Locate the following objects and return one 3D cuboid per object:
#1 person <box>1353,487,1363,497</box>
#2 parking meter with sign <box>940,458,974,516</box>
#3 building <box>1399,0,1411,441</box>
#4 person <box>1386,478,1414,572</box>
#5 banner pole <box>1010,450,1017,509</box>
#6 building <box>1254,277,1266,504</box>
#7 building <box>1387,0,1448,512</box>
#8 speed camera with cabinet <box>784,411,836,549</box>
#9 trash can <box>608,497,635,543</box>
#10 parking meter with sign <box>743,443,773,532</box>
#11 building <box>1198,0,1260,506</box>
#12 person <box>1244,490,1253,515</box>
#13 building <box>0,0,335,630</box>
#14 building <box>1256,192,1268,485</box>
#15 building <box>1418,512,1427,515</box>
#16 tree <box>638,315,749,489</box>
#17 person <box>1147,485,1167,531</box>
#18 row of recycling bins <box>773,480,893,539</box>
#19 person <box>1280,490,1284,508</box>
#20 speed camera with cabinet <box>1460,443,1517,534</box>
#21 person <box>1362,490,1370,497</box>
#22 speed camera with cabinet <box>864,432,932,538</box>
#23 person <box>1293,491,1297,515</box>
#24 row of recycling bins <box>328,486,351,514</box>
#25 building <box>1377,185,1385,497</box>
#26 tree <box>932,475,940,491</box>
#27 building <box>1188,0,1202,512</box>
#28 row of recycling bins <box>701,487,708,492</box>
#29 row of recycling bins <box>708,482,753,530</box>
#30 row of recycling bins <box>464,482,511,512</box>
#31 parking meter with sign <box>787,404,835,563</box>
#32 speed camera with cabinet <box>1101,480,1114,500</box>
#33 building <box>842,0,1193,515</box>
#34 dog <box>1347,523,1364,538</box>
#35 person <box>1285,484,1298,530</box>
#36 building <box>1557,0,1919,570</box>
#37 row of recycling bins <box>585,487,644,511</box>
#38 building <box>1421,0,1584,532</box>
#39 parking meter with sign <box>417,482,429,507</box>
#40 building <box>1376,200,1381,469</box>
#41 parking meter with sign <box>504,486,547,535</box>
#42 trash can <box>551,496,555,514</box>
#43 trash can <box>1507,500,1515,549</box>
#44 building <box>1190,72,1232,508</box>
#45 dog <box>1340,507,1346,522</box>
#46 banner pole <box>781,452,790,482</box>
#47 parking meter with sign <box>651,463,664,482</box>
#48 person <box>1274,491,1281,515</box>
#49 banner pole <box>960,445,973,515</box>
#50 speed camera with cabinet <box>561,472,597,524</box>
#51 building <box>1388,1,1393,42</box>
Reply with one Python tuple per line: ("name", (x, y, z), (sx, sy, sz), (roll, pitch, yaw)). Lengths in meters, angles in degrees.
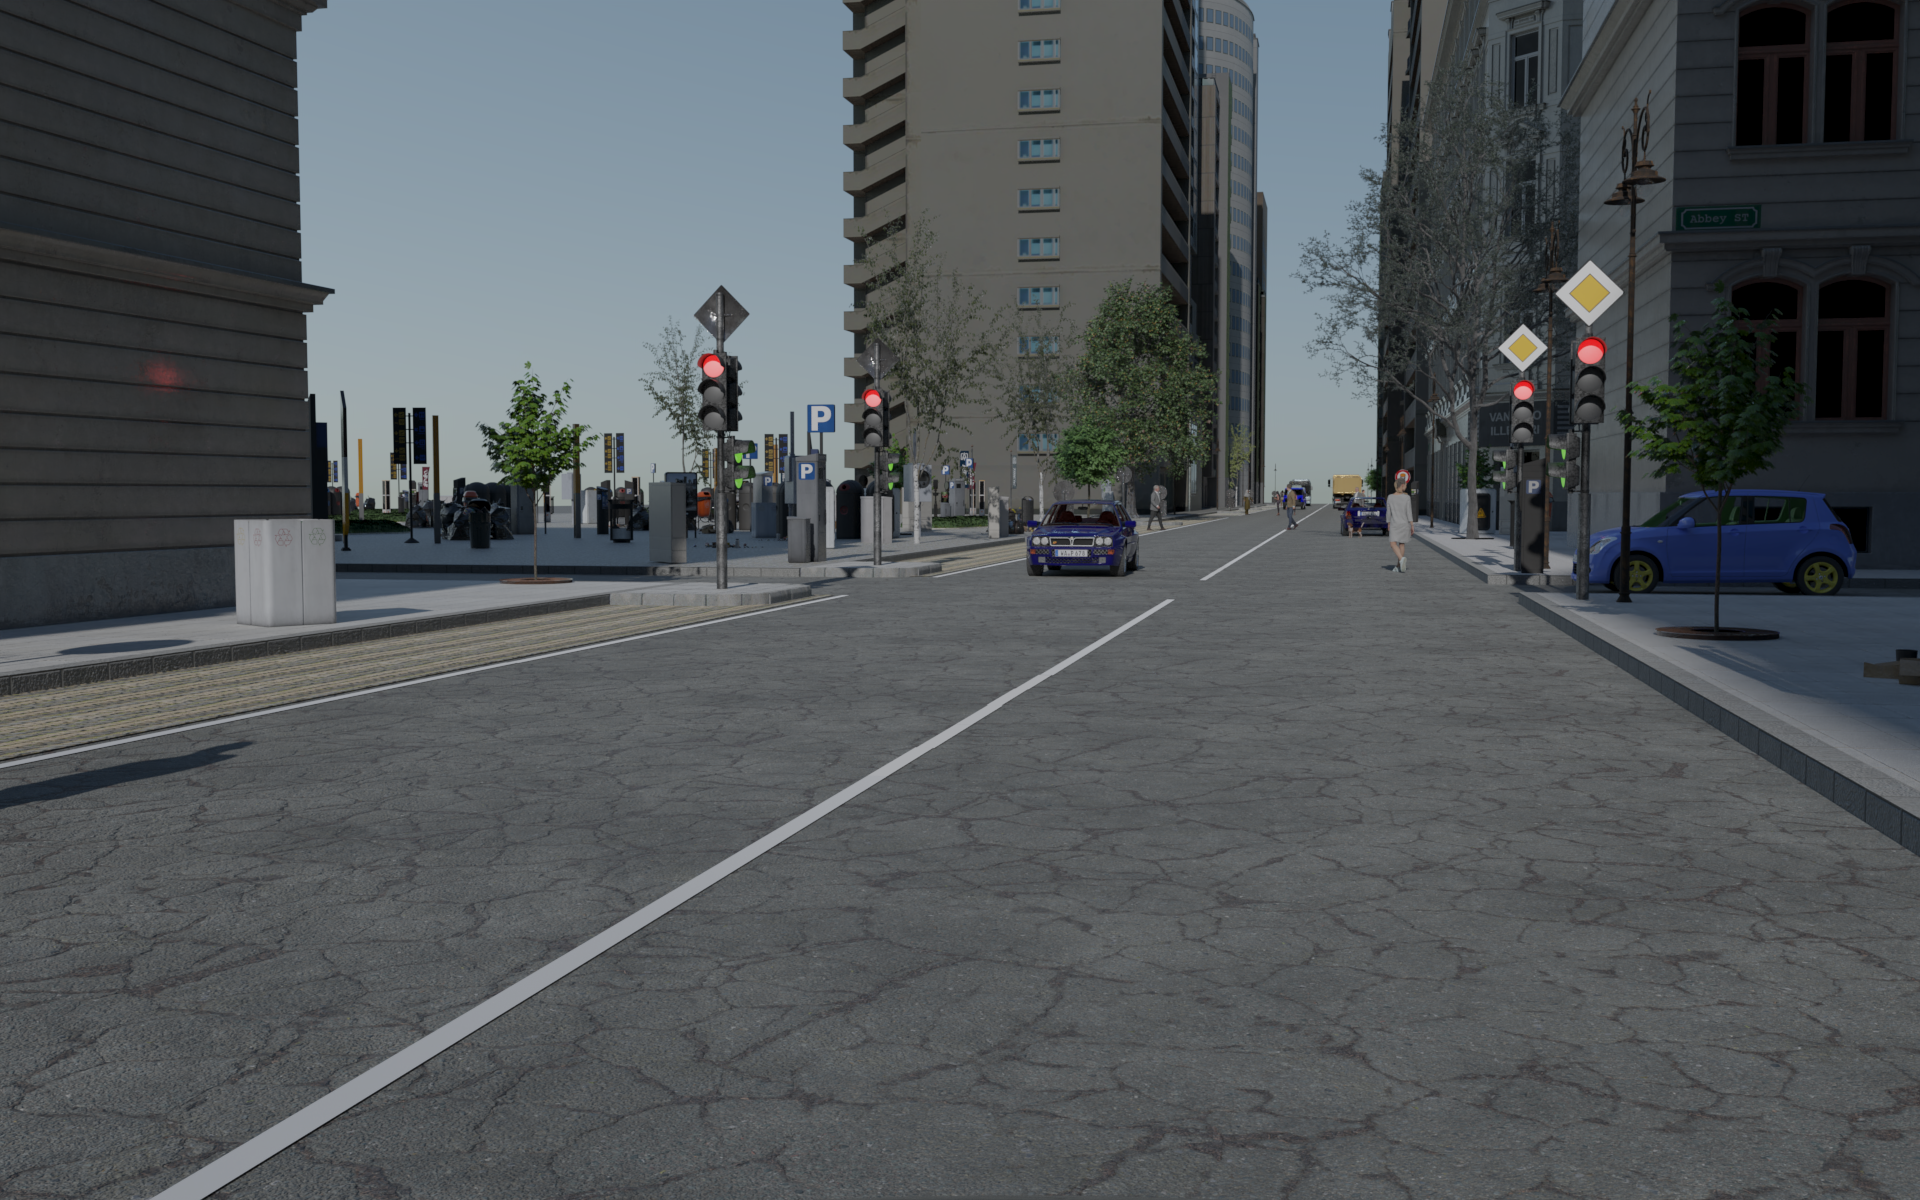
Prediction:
("person", (19.669, -4.709, 85.889), (0.834, 1.777, 0.661), (-3, 5, -42))
("parking meter with sign", (-0.161, -5.371, 84.070), (1.738, 3.016, 0.543), (-3, 5, -40))
("building", (46.276, -29.423, 135.683), (22.147, 44.769, 28.867), (1, 4, 12))
("person", (8.070, -1.372, 31.686), (0.466, 1.731, 0.760), (0, 4, -7))
("banner pole", (3.010, -6.623, 98.297), (0.401, 3.779, 0.863), (-2, 4, -28))
("building", (34.407, -28.475, 237.269), (14.160, 30.474, 14.107), (1, 4, 12))
("building", (50.906, -32.912, 161.807), (21.300, 48.544, 21.600), (1, 4, 12))
("speed camera with cabinet", (-3.566, -2.852, 40.973), (0.660, 3.252, 2.038), (-2, 4, -24))
("trash can", (-8.932, -2.082, 45.698), (0.748, 1.137, 0.748), (0, 3, 0))
("parking meter with sign", (-6.674, -3.807, 58.507), (0.543, 3.016, 1.738), (-3, 4, -36))
("building", (23.352, -40.408, 202.677), (21.231, 58.520, 28.212), (1, 4, 12))
("person", (20.044, -6.803, 120.460), (0.721, 1.736, 1.217), (3, 4, 38))
("building", (-25.550, -12.240, 19.208), (34.723, 24.649, 14.460), (1, 4, 12))
("building", (36.994, -36.734, 250.714), (14.600, 45.320, 14.200), (1, 4, 12))
("building", (40.110, -29.812, 111.134), (21.300, 48.544, 21.600), (1, 4, 12))
("tree", (-11.205, -7.444, 72.076), (4.360, 8.622, 3.978), (0, 3, 0))
("person", (7.699, -3.584, 67.497), (0.834, 1.777, 0.661), (1, 4, 15))
("row of recycling bins", (-3.606, -2.604, 49.685), (3.534, 1.692, 1.069), (1, 4, 14))
("person", (32.515, -10.159, 174.601), (1.348, 1.824, 0.705), (1, 4, 18))
("speed camera with cabinet", (17.066, -3.732, 55.346), (2.038, 3.252, 0.660), (-1, 4, -9))
("person", (29.828, -7.253, 127.620), (0.750, 1.759, 0.617), (-1, 4, -10))
("speed camera with cabinet", (-1.853, -3.474, 51.135), (2.038, 3.252, 0.660), (-2, 4, -30))
("person", (22.590, -6.587, 117.670), (0.593, 1.643, 0.415), (0, 4, -6))
("row of recycling bins", (-32.423, -4.990, 88.704), (1.069, 1.692, 3.534), (1, 4, 10))
("building", (62.249, -33.289, 227.874), (14.154, 41.232, 14.086), (1, 4, 12))
("tree", (-2.149, -6.042, 93.386), (1.663, 3.219, 1.824), (0, 3, 0))
("building", (9.375, -50.738, 142.233), (22.319, 86.520, 31.000), (1, 4, 12))
("row of recycling bins", (-14.376, -5.919, 103.884), (1.069, 1.692, 3.534), (1, 4, 23))
("row of recycling bins", (-6.972, -3.321, 61.411), (3.534, 1.692, 1.069), (0, 4, 3))
("row of recycling bins", (-15.975, -3.242, 60.120), (1.069, 1.692, 3.534), (1, 4, 16))
("parking meter with sign", (-2.848, -2.241, 32.904), (0.543, 3.016, 1.738), (1, 4, 11))
("speed camera with cabinet", (8.924, -6.757, 104.811), (0.660, 3.252, 2.038), (0, 4, -1))
("building", (4.094, -30.212, 117.673), (21.300, 48.544, 21.600), (1, 4, 12))
("dog", (12.911, -2.281, 56.582), (0.406, 0.507, 0.540), (2, 4, 34))
("person", (13.276, -3.737, 69.518), (0.836, 1.842, 0.656), (-3, 5, -39))
("building", (24.361, -15.018, 32.931), (23.554, 28.519, 14.401), (1, 4, 12))
("row of recycling bins", (-19.877, -5.640, 99.330), (3.534, 1.692, 1.069), (-2, 4, -31))
("building", (30.365, -18.439, 77.891), (17.030, 29.872, 44.131), (1, 4, 12))
("parking meter with sign", (-35.060, -7.143, 113.041), (1.738, 3.016, 0.543), (-2, 4, -23))
("building", (70.072, -37.949, 244.161), (21.300, 48.544, 21.600), (1, 4, 12))
("parking meter with sign", (-13.899, -3.592, 54.991), (0.543, 3.016, 1.738), (3, 5, 44))
("trash can", (-26.054, -6.001, 109.777), (0.748, 1.137, 0.748), (0, 3, 0))
("trash can", (13.112, -1.751, 40.283), (0.748, 1.137, 0.748), (0, 3, 0))
("building", (18.183, -29.426, 164.713), (14.154, 41.232, 14.086), (1, 4, 12))
("dog", (19.689, -4.421, 89.113), (0.800, 0.831, 0.513), (0, 4, -5))
("banner pole", (-10.373, -6.951, 103.658), (0.863, 3.779, 0.401), (1, 4, 17))
("parking meter with sign", (-16.698, -6.268, 98.744), (1.738, 3.016, 0.543), (-2, 4, -33))
("person", (21.241, -6.480, 115.922), (0.415, 1.643, 0.593), (-1, 4, -15))
("banner pole", (0.383, -5.992, 87.986), (0.863, 3.779, 0.401), (0, 4, -5))
("speed camera with cabinet", (-16.284, -4.899, 74.439), (0.660, 3.252, 2.038), (2, 4, 24))
("building", (61.400, -40.606, 205.912), (21.231, 58.520, 28.212), (1, 4, 12))
